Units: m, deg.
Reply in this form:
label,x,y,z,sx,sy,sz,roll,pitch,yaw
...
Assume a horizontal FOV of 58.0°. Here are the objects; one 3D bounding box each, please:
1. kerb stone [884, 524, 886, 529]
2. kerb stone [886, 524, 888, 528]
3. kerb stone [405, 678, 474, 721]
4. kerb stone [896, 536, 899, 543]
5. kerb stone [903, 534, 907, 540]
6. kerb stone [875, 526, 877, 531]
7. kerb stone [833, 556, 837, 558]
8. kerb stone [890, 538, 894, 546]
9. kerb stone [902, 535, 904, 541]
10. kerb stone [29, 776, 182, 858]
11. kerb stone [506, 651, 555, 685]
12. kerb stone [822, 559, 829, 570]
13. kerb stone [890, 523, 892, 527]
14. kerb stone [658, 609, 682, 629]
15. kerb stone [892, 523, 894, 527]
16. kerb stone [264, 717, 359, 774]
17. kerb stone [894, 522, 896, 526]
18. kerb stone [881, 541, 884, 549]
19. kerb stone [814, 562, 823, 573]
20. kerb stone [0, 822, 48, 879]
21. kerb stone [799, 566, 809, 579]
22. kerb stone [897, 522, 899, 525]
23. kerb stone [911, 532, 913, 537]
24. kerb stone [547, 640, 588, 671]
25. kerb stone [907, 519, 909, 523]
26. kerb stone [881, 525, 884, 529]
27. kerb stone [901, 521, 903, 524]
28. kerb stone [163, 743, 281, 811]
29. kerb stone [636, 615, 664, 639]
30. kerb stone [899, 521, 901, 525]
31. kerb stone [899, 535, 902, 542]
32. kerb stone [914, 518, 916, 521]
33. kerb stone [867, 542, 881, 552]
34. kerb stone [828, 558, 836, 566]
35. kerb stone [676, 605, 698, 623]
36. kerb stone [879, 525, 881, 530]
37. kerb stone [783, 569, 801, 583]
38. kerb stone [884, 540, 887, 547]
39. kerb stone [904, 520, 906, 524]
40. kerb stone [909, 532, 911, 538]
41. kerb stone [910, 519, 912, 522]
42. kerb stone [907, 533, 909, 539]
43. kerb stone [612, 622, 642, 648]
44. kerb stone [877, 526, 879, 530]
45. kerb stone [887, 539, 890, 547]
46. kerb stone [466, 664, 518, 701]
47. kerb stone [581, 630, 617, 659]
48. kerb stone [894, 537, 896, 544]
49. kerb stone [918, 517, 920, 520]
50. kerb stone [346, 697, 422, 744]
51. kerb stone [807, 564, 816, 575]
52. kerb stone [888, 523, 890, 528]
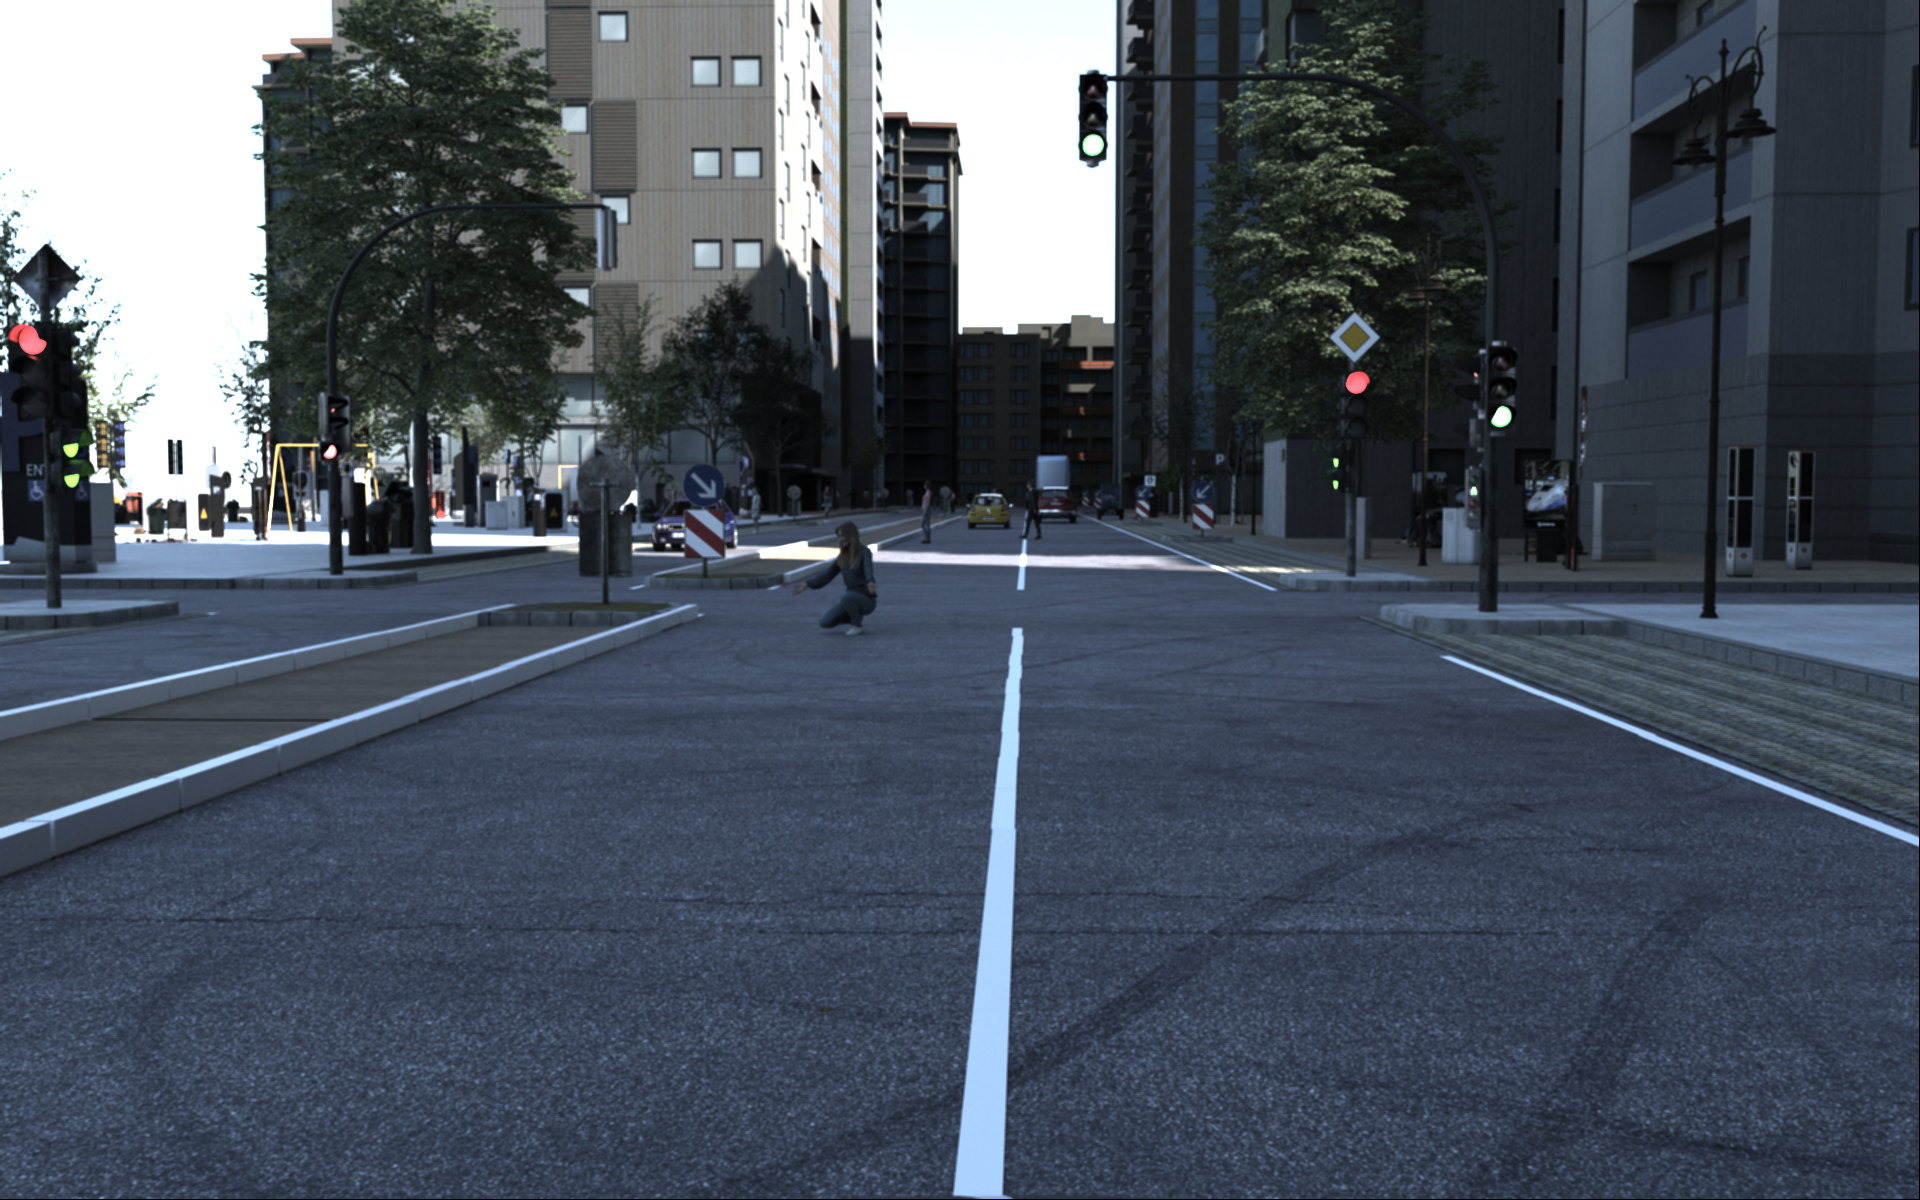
label,x,y,z,sx,sy,sz,roll,pitch,yaw
kerb stone,-3.213,-2.938,70.387,0.120,0.150,1.000,0,4,2
kerb stone,-3.180,-3.011,71.422,0.120,0.150,1.000,0,4,2
kerb stone,-3.441,0.660,11.407,0.120,0.150,1.000,0,4,2
kerb stone,-1.931,-1.690,49.833,0.120,0.150,1.000,0,4,2
kerb stone,-1.802,-1.879,52.917,0.120,0.150,1.000,0,4,2
kerb stone,-3.374,-2.696,66.282,0.120,0.150,1.000,0,4,2
kerb stone,-2.530,-0.750,34.459,0.120,0.150,1.000,0,4,2
kerb stone,-2.001,-1.565,47.779,0.120,0.150,1.000,0,4,2
kerb stone,-1.836,-1.815,51.889,0.120,0.150,1.000,0,4,2
kerb stone,-3.600,0.910,7.312,0.120,0.150,1.000,0,4,2
kerb stone,-3.361,0.534,13.459,0.120,0.150,1.000,0,4,2
kerb stone,-2.614,-0.625,32.416,0.120,0.150,1.000,0,4,2
kerb stone,-3.101,-3.135,73.467,0.120,0.150,1.000,0,4,2
kerb stone,-3.164,0.227,18.570,0.120,0.150,1.000,0,4,2
kerb stone,-3.058,-3.198,74.488,0.120,0.150,1.000,0,4,2
kerb stone,-3.515,0.785,9.361,0.120,0.150,1.000,0,4,2
kerb stone,-3.018,-3.261,75.510,0.120,0.150,1.000,0,4,2
kerb stone,-2.125,-1.372,44.697,0.120,0.150,1.000,0,4,2
kerb stone,-2.653,-0.559,31.393,0.120,0.150,1.000,0,4,2
kerb stone,-3.636,0.974,6.277,0.120,0.150,1.000,0,4,2
kerb stone,-2.729,-0.432,29.348,0.120,0.150,1.000,0,4,2
kerb stone,-2.929,-3.386,77.558,0.120,0.150,1.000,0,4,2
kerb stone,-1.687,-2.064,55.987,0.120,0.150,1.000,0,4,2
kerb stone,-3.318,0.472,14.482,0.120,0.150,1.000,0,4,2
kerb stone,-2.689,-3.761,83.700,0.120,0.150,1.000,0,4,2
kerb stone,-3.259,-2.885,69.365,0.120,0.150,1.000,0,4,2
kerb stone,-2.851,-3.509,79.613,0.120,0.150,1.000,0,4,2
kerb stone,-3.556,0.848,8.333,0.120,0.150,1.000,0,4,2
kerb stone,-3.192,0.284,17.548,0.120,0.150,1.000,0,4,2
kerb stone,-2.893,-3.445,78.586,0.120,0.150,1.000,0,4,2
kerb stone,-1.887,-1.751,50.861,0.120,0.150,1.000,0,4,2
kerb stone,-2.486,-4.069,88.827,0.120,0.150,1.000,0,4,2
kerb stone,-2.166,-1.312,43.674,0.120,0.150,1.000,0,4,2
kerb stone,-2.565,-0.678,33.438,0.120,0.150,1.000,0,4,2
kerb stone,-3.116,0.159,19.591,0.120,0.150,1.000,0,4,2
kerb stone,-3.300,-2.822,68.342,0.120,0.150,1.000,0,4,2
kerb stone,-2.769,-0.373,28.315,0.120,0.150,1.000,0,4,2
kerb stone,-2.087,-1.439,45.720,0.120,0.150,1.000,0,4,2
kerb stone,-2.774,-3.634,81.657,0.120,0.150,1.000,0,4,2
kerb stone,-1.734,-2.004,54.966,0.120,0.150,1.000,0,4,2
kerb stone,-2.616,-3.880,85.753,0.120,0.150,1.000,0,4,2
kerb stone,-1.754,-1.941,53.939,0.120,0.150,1.000,0,4,2
kerb stone,-3.233,0.347,16.524,0.120,0.150,1.000,0,4,2
kerb stone,-3.344,-2.760,67.315,0.120,0.150,1.000,0,4,2
kerb stone,-2.046,-1.500,46.754,0.120,0.150,1.000,0,4,2
kerb stone,-3.397,0.603,12.431,0.120,0.150,1.000,0,4,2
kerb stone,-3.276,0.409,15.503,0.120,0.150,1.000,0,4,2
kerb stone,-1.964,-1.627,48.803,0.120,0.150,1.000,0,4,2
kerb stone,-2.371,-4.262,91.893,0.120,0.150,1.000,0,4,2
kerb stone,-3.479,0.728,10.383,0.120,0.150,1.000,0,4,2
kerb stone,-2.695,-0.500,30.372,0.120,0.150,1.000,0,4,2
kerb stone,-3.138,-3.073,72.445,0.120,0.150,1.000,0,4,2
